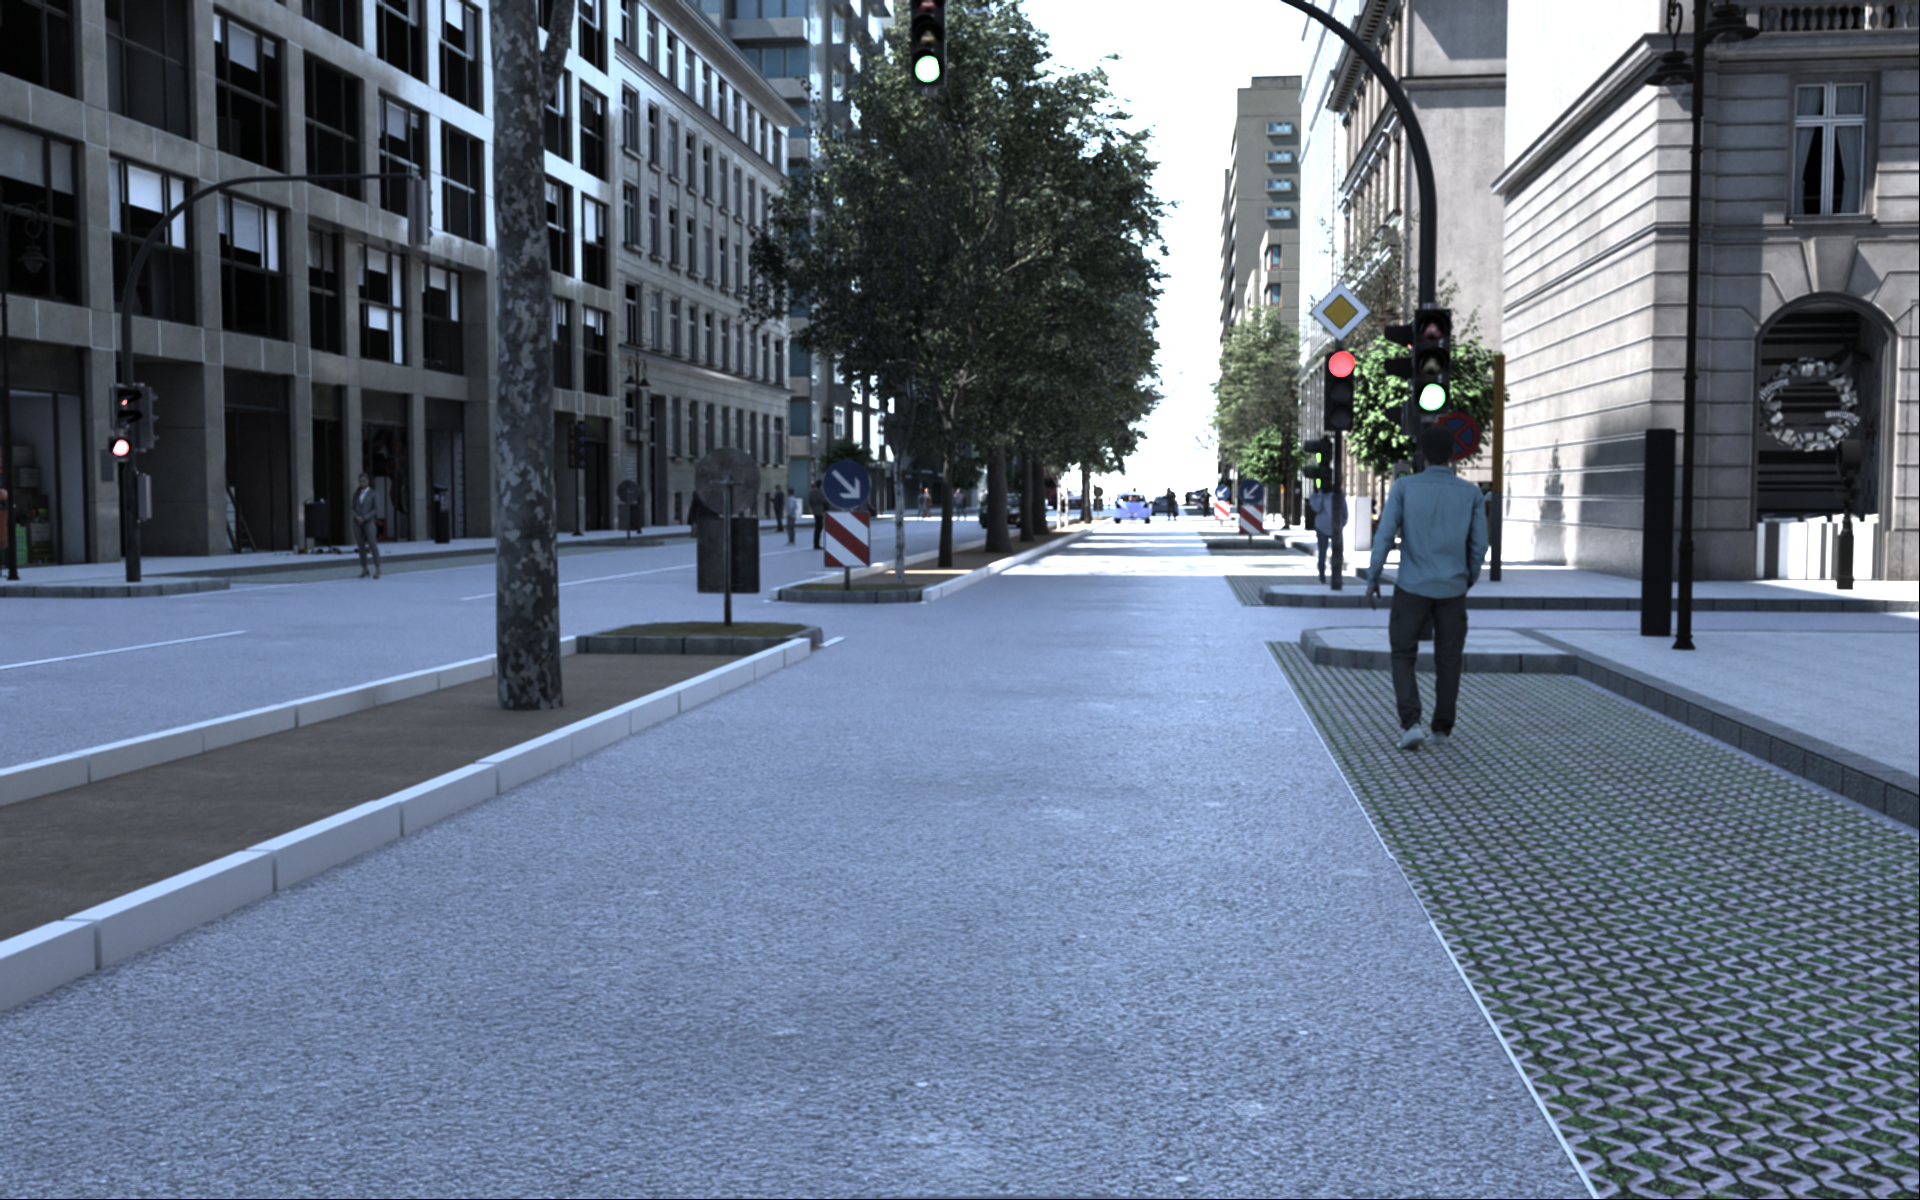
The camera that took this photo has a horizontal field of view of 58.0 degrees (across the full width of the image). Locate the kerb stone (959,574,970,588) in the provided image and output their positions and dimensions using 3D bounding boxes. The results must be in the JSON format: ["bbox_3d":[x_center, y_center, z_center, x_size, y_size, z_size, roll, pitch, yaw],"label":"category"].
[{"bbox_3d":[-0.003,-0.265,26.583,0.120,0.150,1.000,0,4,7],"label":"kerb stone"}]

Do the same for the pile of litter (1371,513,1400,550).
[{"bbox_3d":[9.725,-1.603,40.170,1.176,0.858,1.719,-2,4,-24],"label":"pile of litter"}]

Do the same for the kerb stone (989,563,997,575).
[{"bbox_3d":[0.507,-0.517,30.648,0.120,0.150,1.000,0,4,7],"label":"kerb stone"}]

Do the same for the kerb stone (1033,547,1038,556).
[{"bbox_3d":[1.635,-1.079,39.839,0.120,0.150,1.000,0,4,7],"label":"kerb stone"}]

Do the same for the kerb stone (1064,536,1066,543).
[{"bbox_3d":[2.904,-1.701,50.003,0.120,0.150,1.000,0,4,7],"label":"kerb stone"}]

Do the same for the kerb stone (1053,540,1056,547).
[{"bbox_3d":[2.389,-1.452,45.938,0.120,0.150,1.000,0,4,7],"label":"kerb stone"}]

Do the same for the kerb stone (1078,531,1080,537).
[{"bbox_3d":[3.781,-2.134,57.132,0.120,0.150,1.000,0,4,7],"label":"kerb stone"}]

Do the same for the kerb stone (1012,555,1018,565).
[{"bbox_3d":[1.004,-0.765,34.733,0.120,0.150,1.000,0,4,7],"label":"kerb stone"}]

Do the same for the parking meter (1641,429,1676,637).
[{"bbox_3d":[6.347,-0.614,15.745,0.255,1.863,0.399,1,4,21],"label":"parking meter"}]

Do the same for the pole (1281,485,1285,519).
[{"bbox_3d":[16.551,-5.798,88.636,0.158,3.312,0.155,0,3,0],"label":"pole"}]

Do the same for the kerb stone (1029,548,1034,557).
[{"bbox_3d":[1.509,-1.017,38.816,0.120,0.150,1.000,0,4,7],"label":"kerb stone"}]

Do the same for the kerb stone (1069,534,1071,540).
[{"bbox_3d":[3.157,-1.825,52.034,0.120,0.150,1.000,0,4,7],"label":"kerb stone"}]

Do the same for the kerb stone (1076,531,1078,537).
[{"bbox_3d":[3.659,-2.070,56.111,0.120,0.150,1.000,0,4,7],"label":"kerb stone"}]

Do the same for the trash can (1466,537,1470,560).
[{"bbox_3d":[7.219,-0.828,25.199,0.748,1.137,0.748,0,3,0],"label":"trash can"}]

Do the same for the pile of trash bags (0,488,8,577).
[{"bbox_3d":[-16.131,-1.002,26.137,3.447,1.369,1.912,-1,4,-14],"label":"pile of trash bags"}]

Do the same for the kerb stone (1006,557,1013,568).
[{"bbox_3d":[0.876,-0.704,33.707,0.120,0.150,1.000,0,4,7],"label":"kerb stone"}]

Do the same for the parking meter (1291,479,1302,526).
[{"bbox_3d":[13.447,-3.883,69.201,0.399,1.863,0.255,-1,4,-12],"label":"parking meter"}]

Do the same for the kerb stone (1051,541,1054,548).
[{"bbox_3d":[2.276,-1.390,44.922,0.120,0.150,1.000,0,4,7],"label":"kerb stone"}]

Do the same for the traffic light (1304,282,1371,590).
[{"bbox_3d":[5.022,-2.089,23.082,0.839,4.253,0.868,0,4,7],"label":"traffic light"}]

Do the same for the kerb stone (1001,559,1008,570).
[{"bbox_3d":[0.748,-0.642,32.685,0.120,0.150,1.000,0,4,7],"label":"kerb stone"}]

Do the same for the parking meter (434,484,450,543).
[{"bbox_3d":[-13.496,-2.244,45.100,0.372,1.533,0.369,0,3,0],"label":"parking meter"}]

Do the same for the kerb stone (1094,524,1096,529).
[{"bbox_3d":[5.168,-2.817,68.303,0.120,0.150,1.000,0,4,7],"label":"kerb stone"}]

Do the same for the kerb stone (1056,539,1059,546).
[{"bbox_3d":[2.523,-1.515,46.959,0.120,0.150,1.000,0,4,7],"label":"kerb stone"}]

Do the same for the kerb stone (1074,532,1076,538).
[{"bbox_3d":[3.536,-2.012,55.097,0.120,0.150,1.000,0,4,7],"label":"kerb stone"}]

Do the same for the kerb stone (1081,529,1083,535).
[{"bbox_3d":[4.035,-2.261,59.160,0.120,0.150,1.000,0,4,7],"label":"kerb stone"}]

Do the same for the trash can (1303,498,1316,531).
[{"bbox_3d":[12.319,-2.981,60.394,0.748,1.137,0.748,0,3,0],"label":"trash can"}]

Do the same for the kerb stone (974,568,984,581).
[{"bbox_3d":[0.241,-0.392,28.612,0.120,0.150,1.000,0,4,7],"label":"kerb stone"}]

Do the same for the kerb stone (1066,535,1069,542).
[{"bbox_3d":[3.037,-1.763,51.019,0.120,0.150,1.000,0,4,7],"label":"kerb stone"}]

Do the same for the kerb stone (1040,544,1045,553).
[{"bbox_3d":[1.885,-1.195,41.870,0.120,0.150,1.000,0,4,7],"label":"kerb stone"}]

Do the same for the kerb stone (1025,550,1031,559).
[{"bbox_3d":[1.384,-0.953,37.792,0.120,0.150,1.000,0,4,7],"label":"kerb stone"}]

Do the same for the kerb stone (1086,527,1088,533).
[{"bbox_3d":[4.414,-2.448,62.212,0.120,0.150,1.000,0,4,7],"label":"kerb stone"}]

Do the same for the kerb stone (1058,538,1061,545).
[{"bbox_3d":[2.648,-1.577,47.973,0.120,0.150,1.000,0,4,7],"label":"kerb stone"}]

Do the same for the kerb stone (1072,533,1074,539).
[{"bbox_3d":[3.407,-1.950,54.077,0.120,0.150,1.000,0,4,7],"label":"kerb stone"}]

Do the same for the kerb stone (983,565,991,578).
[{"bbox_3d":[0.369,-0.455,29.636,0.120,0.150,1.000,0,4,7],"label":"kerb stone"}]

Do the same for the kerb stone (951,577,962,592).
[{"bbox_3d":[-0.122,-0.206,25.568,0.120,0.150,1.000,0,4,7],"label":"kerb stone"}]

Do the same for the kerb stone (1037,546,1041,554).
[{"bbox_3d":[1.764,-1.139,40.854,0.120,0.150,1.000,0,4,7],"label":"kerb stone"}]

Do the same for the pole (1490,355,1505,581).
[{"bbox_3d":[7.909,-1.935,25.478,0.158,3.312,0.155,0,3,0],"label":"pole"}]

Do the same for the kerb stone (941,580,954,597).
[{"bbox_3d":[-0.248,-0.144,24.554,0.120,0.150,1.000,0,4,7],"label":"kerb stone"}]

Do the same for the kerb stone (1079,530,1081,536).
[{"bbox_3d":[3.903,-2.199,58.147,0.120,0.150,1.000,0,4,7],"label":"kerb stone"}]

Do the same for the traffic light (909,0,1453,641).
[{"bbox_3d":[1.953,-2.483,15.273,4.771,5.953,1.251,0,4,7],"label":"traffic light"}]

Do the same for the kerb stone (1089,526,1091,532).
[{"bbox_3d":[4.675,-2.571,64.239,0.120,0.150,1.000,0,4,7],"label":"kerb stone"}]

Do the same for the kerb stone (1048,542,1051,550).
[{"bbox_3d":[2.136,-1.328,43.906,0.120,0.150,1.000,0,4,7],"label":"kerb stone"}]

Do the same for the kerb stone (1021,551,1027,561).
[{"bbox_3d":[1.260,-0.892,36.775,0.120,0.150,1.000,0,4,7],"label":"kerb stone"}]

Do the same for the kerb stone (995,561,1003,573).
[{"bbox_3d":[0.629,-0.576,31.663,0.120,0.150,1.000,0,4,7],"label":"kerb stone"}]

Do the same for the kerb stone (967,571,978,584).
[{"bbox_3d":[0.125,-0.330,27.597,0.120,0.150,1.000,0,4,7],"label":"kerb stone"}]

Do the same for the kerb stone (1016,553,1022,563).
[{"bbox_3d":[1.133,-0.824,35.752,0.120,0.150,1.000,0,4,7],"label":"kerb stone"}]

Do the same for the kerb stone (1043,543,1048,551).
[{"bbox_3d":[2.015,-1.266,42.889,0.120,0.150,1.000,0,4,7],"label":"kerb stone"}]

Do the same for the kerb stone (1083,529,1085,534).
[{"bbox_3d":[4.159,-2.322,60.181,0.120,0.150,1.000,0,4,7],"label":"kerb stone"}]

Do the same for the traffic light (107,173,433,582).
[{"bbox_3d":[-9.974,-3.076,24.954,4.771,5.953,1.251,0,4,7],"label":"traffic light"}]

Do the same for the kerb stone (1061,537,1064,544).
[{"bbox_3d":[2.782,-1.639,48.986,0.120,0.150,1.000,0,4,7],"label":"kerb stone"}]

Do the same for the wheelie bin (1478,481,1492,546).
[{"bbox_3d":[13.095,-2.142,42.925,0.693,1.594,0.980,-2,4,-30],"label":"wheelie bin"}]
